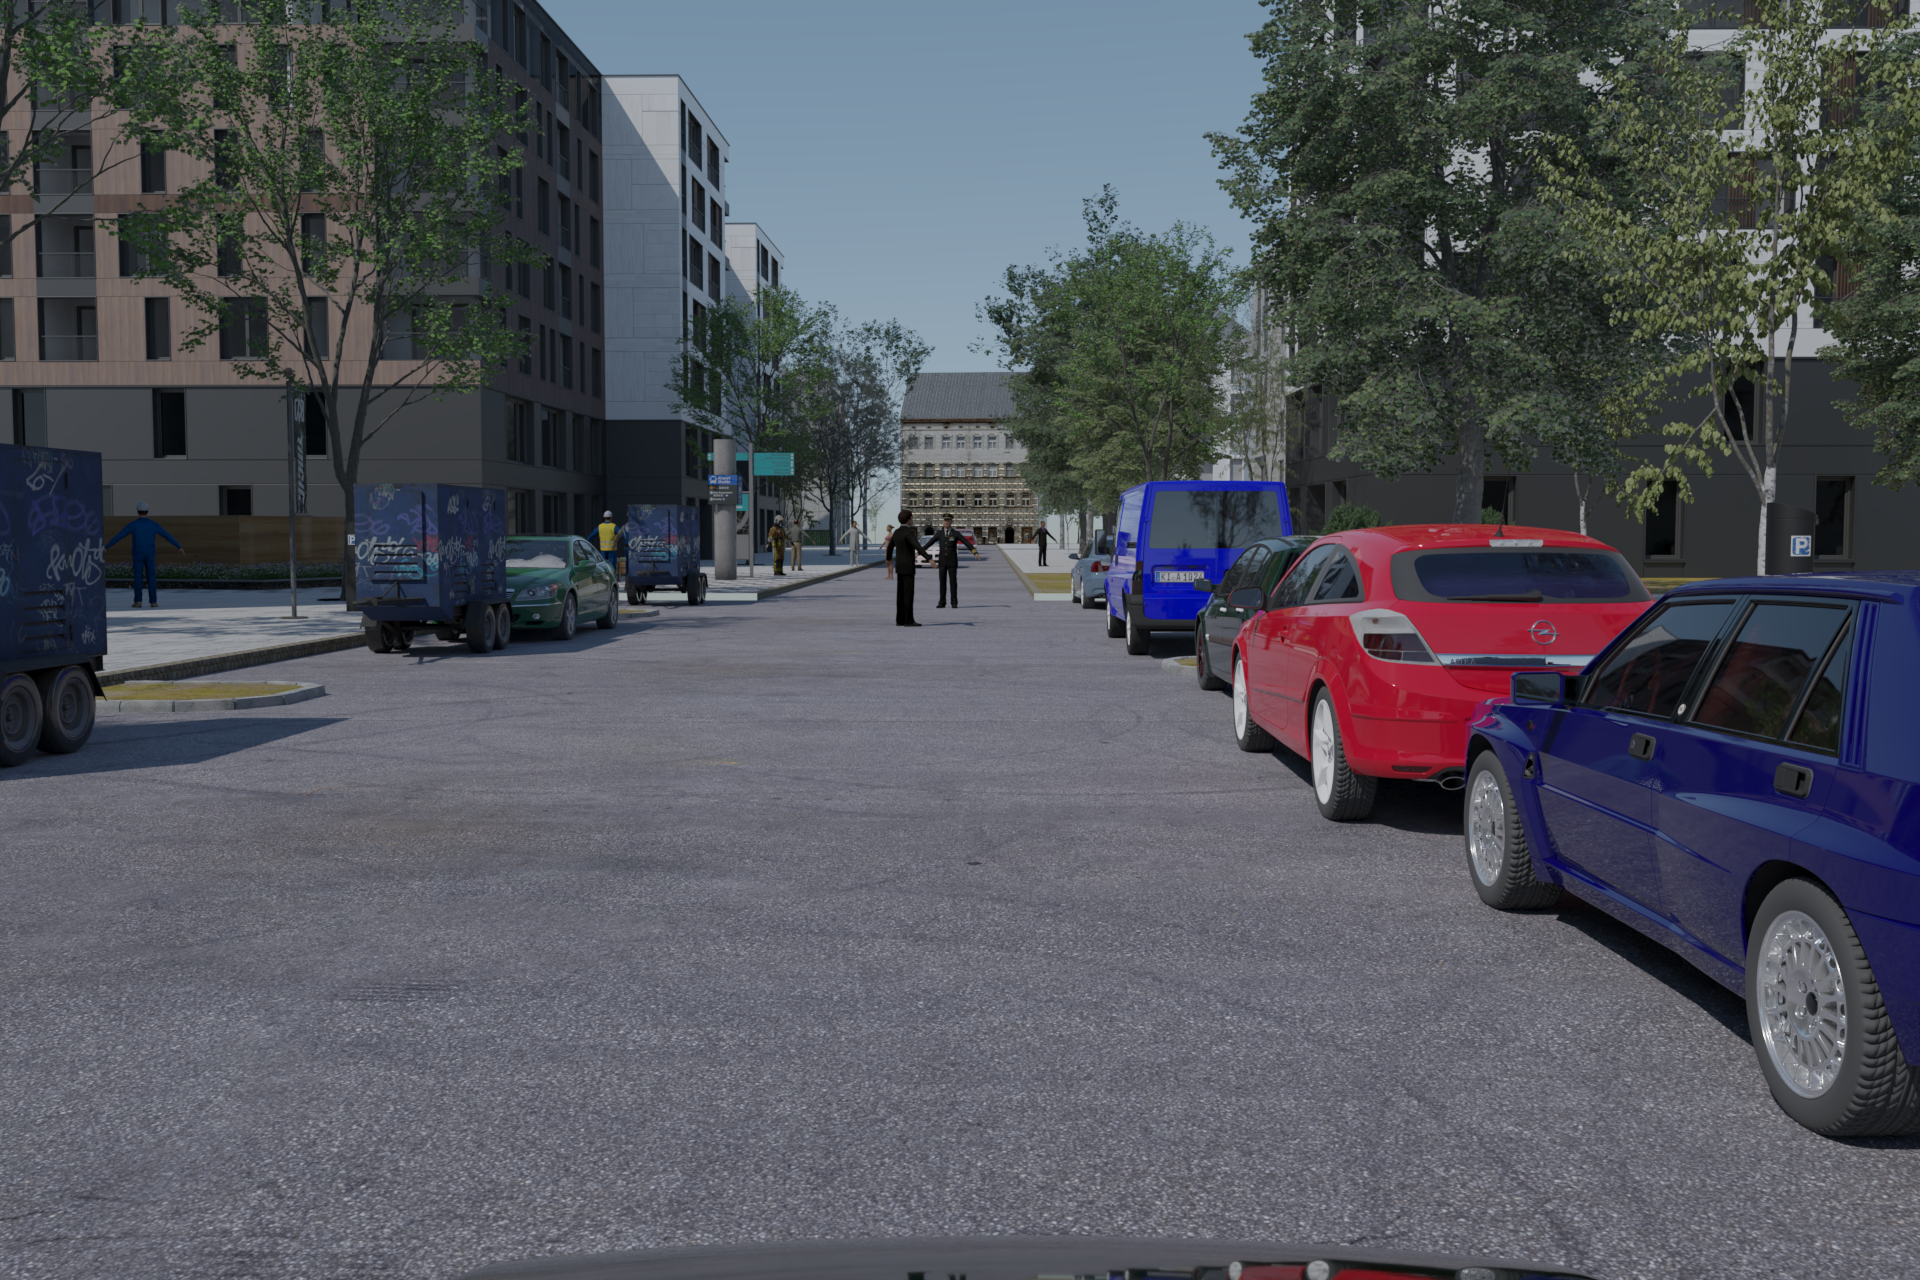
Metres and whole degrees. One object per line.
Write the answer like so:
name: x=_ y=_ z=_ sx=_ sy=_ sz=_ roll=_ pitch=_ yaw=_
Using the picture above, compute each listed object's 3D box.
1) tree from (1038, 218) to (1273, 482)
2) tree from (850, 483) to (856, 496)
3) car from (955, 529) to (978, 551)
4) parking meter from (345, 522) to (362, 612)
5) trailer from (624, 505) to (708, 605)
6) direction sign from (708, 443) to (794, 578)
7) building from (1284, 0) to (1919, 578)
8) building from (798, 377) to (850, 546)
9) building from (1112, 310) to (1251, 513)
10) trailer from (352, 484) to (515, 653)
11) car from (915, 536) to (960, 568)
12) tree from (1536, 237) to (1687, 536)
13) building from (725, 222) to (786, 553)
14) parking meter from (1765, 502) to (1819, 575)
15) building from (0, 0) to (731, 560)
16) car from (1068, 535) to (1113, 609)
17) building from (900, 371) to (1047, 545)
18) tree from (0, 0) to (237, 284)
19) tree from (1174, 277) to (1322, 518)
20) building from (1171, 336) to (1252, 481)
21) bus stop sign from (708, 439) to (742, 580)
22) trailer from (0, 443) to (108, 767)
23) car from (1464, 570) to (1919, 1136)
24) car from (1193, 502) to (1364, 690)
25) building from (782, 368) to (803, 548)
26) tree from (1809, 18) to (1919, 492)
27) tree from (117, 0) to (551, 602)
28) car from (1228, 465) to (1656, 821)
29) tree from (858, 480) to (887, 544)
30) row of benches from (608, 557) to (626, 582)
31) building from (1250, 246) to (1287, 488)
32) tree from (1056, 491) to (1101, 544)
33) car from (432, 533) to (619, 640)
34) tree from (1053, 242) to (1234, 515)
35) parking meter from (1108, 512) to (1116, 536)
tree: x=6.656 y=-8.120 z=58.521 sx=9.928 sy=11.665 sz=9.643 roll=0 pitch=3 yaw=0
tree: x=-19.257 y=-20.120 z=235.610 sx=9.857 sy=13.997 sz=8.962 roll=0 pitch=3 yaw=0
car: x=0.190 y=-7.263 z=127.423 sx=2.281 sy=1.827 sz=5.304 roll=0 pitch=4 yaw=0
parking meter: x=-9.999 y=-1.243 z=28.731 sx=0.372 sy=1.533 sz=0.369 roll=0 pitch=3 yaw=0
trailer: x=-5.972 y=-1.678 z=34.485 sx=1.471 sy=1.999 sz=3.904 roll=0 pitch=4 yaw=1
direction sign: x=-6.126 y=-3.830 z=51.375 sx=2.525 sy=3.948 sz=1.411 roll=0 pitch=3 yaw=0
building: x=26.049 y=-13.583 z=66.064 sx=27.936 sy=21.610 sz=32.646 roll=0 pitch=4 yaw=1
building: x=-22.431 y=-20.684 z=204.641 sx=16.747 sy=18.905 sz=31.486 roll=0 pitch=3 yaw=0
building: x=24.610 y=-21.136 z=176.494 sx=19.493 sy=23.208 sz=18.063 roll=0 pitch=4 yaw=1
trailer: x=-6.375 y=-0.817 z=20.402 sx=1.471 sy=1.999 sz=3.904 roll=0 pitch=4 yaw=1
car: x=-1.027 y=-3.755 z=73.760 sx=2.083 sy=1.381 sz=4.827 roll=0 pitch=4 yaw=1
tree: x=15.010 y=-5.563 z=41.311 sx=4.737 sy=8.622 sz=4.395 roll=0 pitch=3 yaw=0
building: x=-27.357 y=-16.402 z=112.146 sx=27.936 sy=21.610 sz=32.646 roll=0 pitch=4 yaw=2
parking meter: x=6.612 y=-0.330 z=13.807 sx=0.372 sy=1.533 sz=0.369 roll=0 pitch=3 yaw=0
building: x=-26.474 y=-14.166 z=75.589 sx=27.936 sy=21.610 sz=32.646 roll=0 pitch=4 yaw=2
car: x=3.194 y=-1.374 z=34.471 sx=2.014 sy=1.417 sz=4.499 roll=0 pitch=4 yaw=0
building: x=2.199 y=-24.470 z=233.470 sx=18.063 sy=23.208 sz=19.493 roll=0 pitch=4 yaw=6
tree: x=-12.686 y=-5.811 z=20.765 sx=9.928 sy=11.665 sz=9.643 roll=0 pitch=3 yaw=0
tree: x=8.640 y=-6.057 z=49.400 sx=4.360 sy=8.622 sz=3.978 roll=0 pitch=3 yaw=0
building: x=25.201 y=-18.838 z=164.425 sx=16.016 sy=20.090 sz=11.380 roll=0 pitch=4 yaw=1
bus stop sign: x=-6.555 y=-3.631 z=48.386 sx=0.837 sy=3.901 sz=0.837 roll=0 pitch=4 yaw=1
trailer: x=-6.507 y=-0.195 z=10.236 sx=1.471 sy=1.999 sz=3.904 roll=0 pitch=4 yaw=1
car: x=2.869 y=0.435 z=5.465 sx=1.945 sy=1.354 sz=3.894 roll=0 pitch=3 yaw=0
car: x=3.051 y=-0.300 z=14.685 sx=2.009 sy=1.686 sz=4.222 roll=0 pitch=4 yaw=0
building: x=-25.423 y=-20.601 z=167.752 sx=19.493 sy=23.208 sz=18.063 roll=0 pitch=3 yaw=0
tree: x=23.528 y=-8.028 z=37.908 sx=9.857 sy=13.997 sz=8.962 roll=0 pitch=3 yaw=0
tree: x=-11.681 y=-6.546 z=32.778 sx=9.928 sy=11.665 sz=9.643 roll=0 pitch=3 yaw=0
car: x=2.716 y=-0.067 z=10.134 sx=2.155 sy=1.783 sz=4.494 roll=0 pitch=4 yaw=1
tree: x=-11.217 y=-17.328 z=233.673 sx=4.360 sy=8.622 sz=3.978 roll=0 pitch=3 yaw=0
row of benches: x=-9.640 y=-1.900 z=46.530 sx=1.422 sy=0.672 sz=4.104 roll=2 pitch=4 yaw=26
building: x=27.316 y=-14.205 z=98.702 sx=16.747 sy=18.905 sz=31.486 roll=0 pitch=4 yaw=1
tree: x=16.115 y=-18.146 z=231.103 sx=7.601 sy=10.594 sz=8.767 roll=0 pitch=4 yaw=7
car: x=-6.142 y=-0.798 z=24.845 sx=2.131 sy=1.459 sz=4.920 roll=0 pitch=4 yaw=0
tree: x=7.214 y=-9.135 z=67.488 sx=7.486 sy=12.596 sz=7.792 roll=0 pitch=3 yaw=0
parking meter: x=4.048 y=-2.404 z=45.021 sx=0.399 sy=1.863 sz=0.255 roll=0 pitch=4 yaw=0
